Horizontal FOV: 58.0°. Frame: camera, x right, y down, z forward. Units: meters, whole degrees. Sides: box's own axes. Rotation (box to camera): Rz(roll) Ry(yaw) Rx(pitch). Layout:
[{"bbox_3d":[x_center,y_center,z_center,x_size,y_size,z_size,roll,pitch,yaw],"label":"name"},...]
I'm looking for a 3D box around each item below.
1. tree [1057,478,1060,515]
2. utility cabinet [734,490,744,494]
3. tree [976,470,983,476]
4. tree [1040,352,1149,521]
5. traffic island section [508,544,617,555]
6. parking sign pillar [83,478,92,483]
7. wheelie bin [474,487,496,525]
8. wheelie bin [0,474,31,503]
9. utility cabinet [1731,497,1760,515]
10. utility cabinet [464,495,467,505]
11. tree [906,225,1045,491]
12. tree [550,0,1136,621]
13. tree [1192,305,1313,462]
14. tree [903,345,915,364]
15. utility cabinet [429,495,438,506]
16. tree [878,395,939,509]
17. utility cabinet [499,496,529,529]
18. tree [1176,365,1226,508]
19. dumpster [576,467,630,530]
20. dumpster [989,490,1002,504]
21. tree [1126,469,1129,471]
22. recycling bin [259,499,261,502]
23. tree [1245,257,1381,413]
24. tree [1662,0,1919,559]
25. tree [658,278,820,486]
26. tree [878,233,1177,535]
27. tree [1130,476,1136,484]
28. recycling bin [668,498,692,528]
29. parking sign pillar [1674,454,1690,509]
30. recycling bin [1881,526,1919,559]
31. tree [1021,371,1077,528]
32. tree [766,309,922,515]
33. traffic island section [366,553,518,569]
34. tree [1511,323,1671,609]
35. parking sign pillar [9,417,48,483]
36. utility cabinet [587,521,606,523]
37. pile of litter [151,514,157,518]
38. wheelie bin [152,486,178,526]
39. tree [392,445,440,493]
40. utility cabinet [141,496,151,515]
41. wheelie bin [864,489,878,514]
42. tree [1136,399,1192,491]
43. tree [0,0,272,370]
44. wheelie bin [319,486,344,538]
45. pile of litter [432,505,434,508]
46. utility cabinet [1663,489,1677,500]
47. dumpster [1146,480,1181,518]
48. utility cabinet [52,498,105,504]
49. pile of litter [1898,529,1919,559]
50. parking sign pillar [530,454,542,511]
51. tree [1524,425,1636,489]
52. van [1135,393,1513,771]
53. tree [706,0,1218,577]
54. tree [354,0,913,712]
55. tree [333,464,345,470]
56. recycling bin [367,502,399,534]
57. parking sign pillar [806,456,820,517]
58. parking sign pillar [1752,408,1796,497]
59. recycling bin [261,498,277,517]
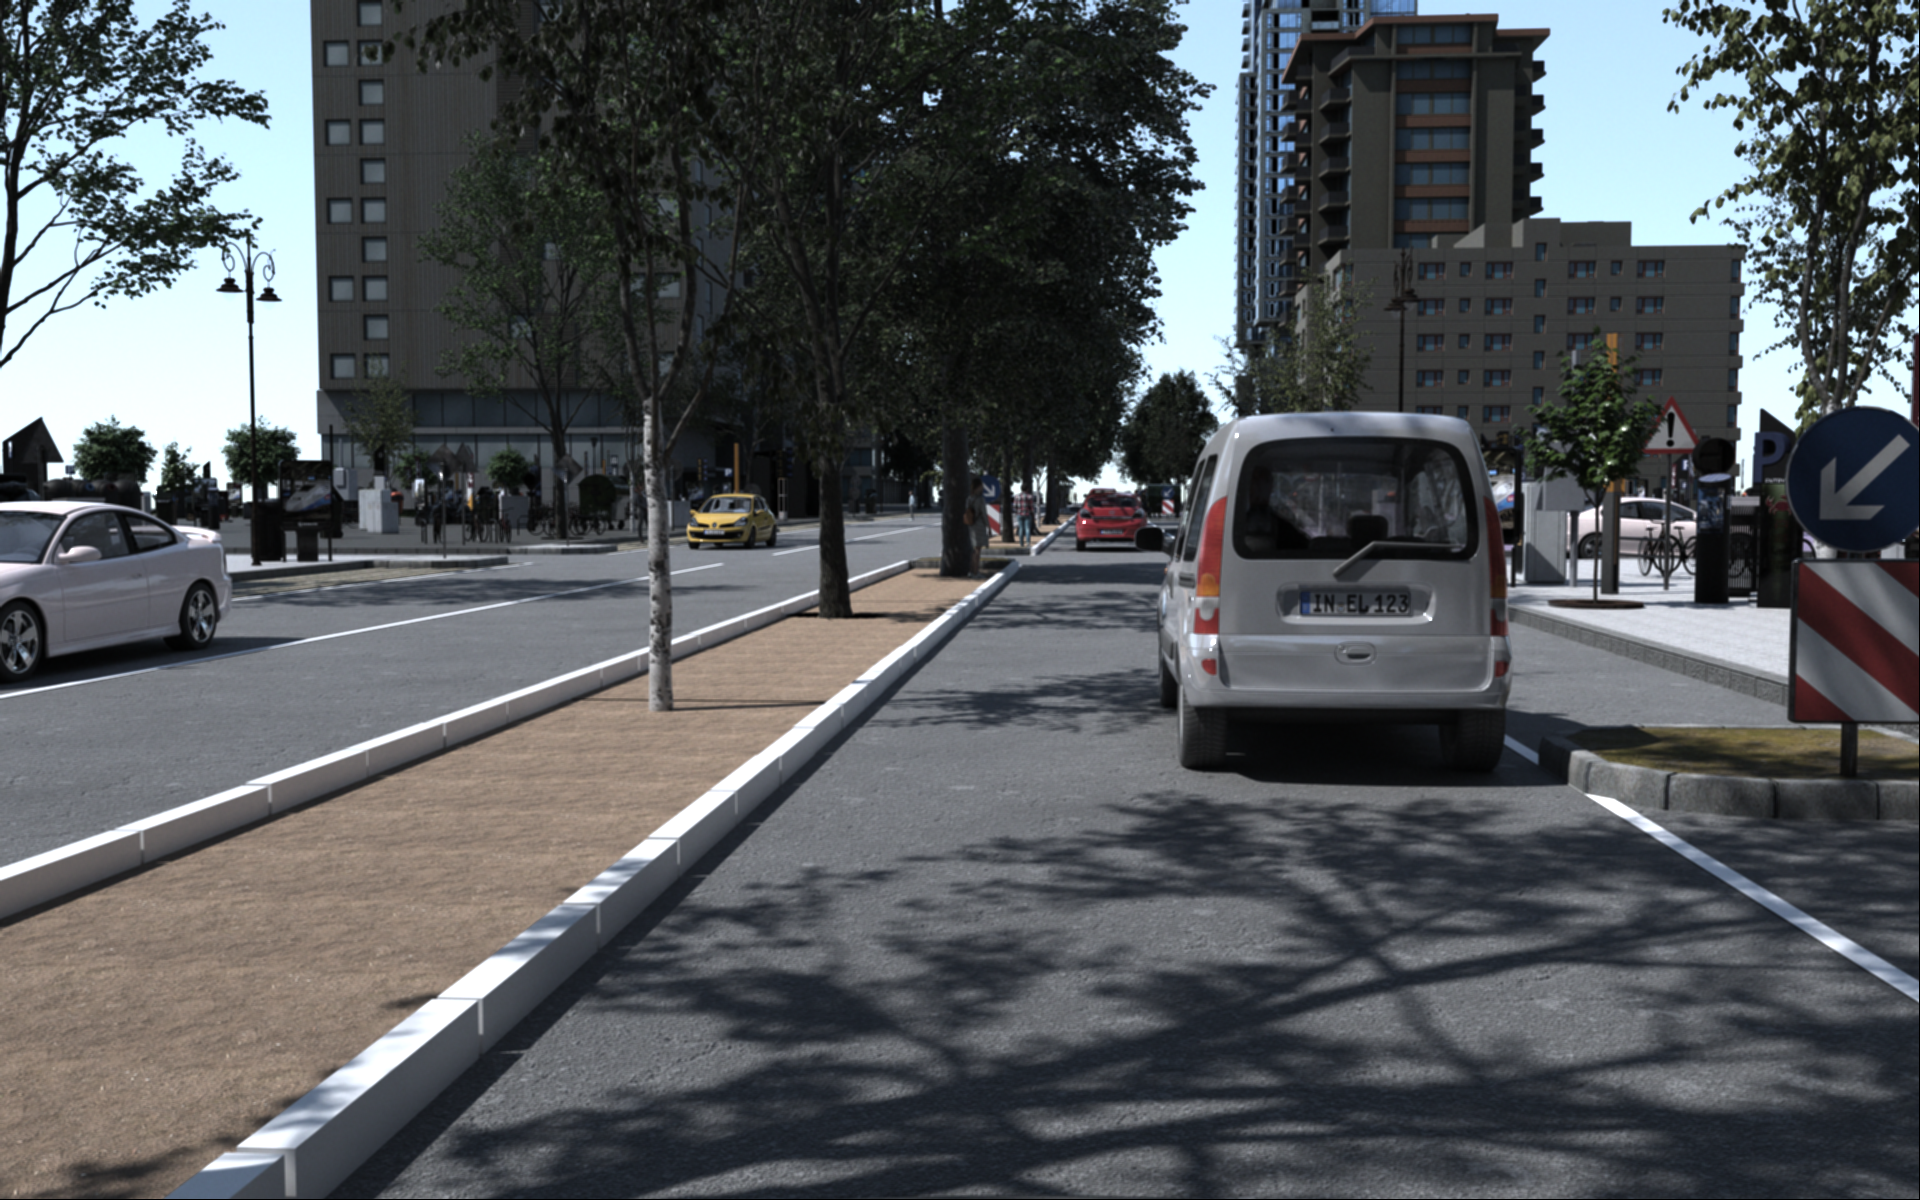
[{"bbox_3d":[6.327,-10.782,113.158,8.767,10.594,7.601,0,4,5],"label":"tree"},{"bbox_3d":[-12.692,-5.644,100.951,0.318,1.500,1.173,2,4,34],"label":"utility cabinet"},{"bbox_3d":[2.012,-14.300,217.518,4.285,4.588,4.351,0,3,0],"label":"tree"},{"bbox_3d":[4.888,-11.014,92.901,12.009,13.543,11.850,0,3,0],"label":"tree"},{"bbox_3d":[-9.636,-1.235,42.479,2.009,0.180,2.903,0,4,5],"label":"traffic island section"},{"bbox_3d":[-36.917,-5.222,73.857,1.447,3.967,1.447,0,4,-4],"label":"parking sign pillar"},{"bbox_3d":[-20.005,-3.985,73.062,0.693,1.594,0.980,1,4,16],"label":"wheelie bin"},{"bbox_3d":[-14.792,-1.163,26.916,0.980,1.594,0.693,-3,5,-45],"label":"wheelie bin"},{"bbox_3d":[19.131,-1.917,42.510,1.020,1.237,0.306,3,4,38],"label":"utility cabinet"},{"bbox_3d":[-32.461,-6.313,114.372,0.306,1.237,1.020,1,4,10],"label":"utility cabinet"},{"bbox_3d":[0.593,-5.520,43.074,4.737,8.622,4.395,0,3,0],"label":"tree"},{"bbox_3d":[-1.547,-5.602,19.811,9.928,11.665,9.643,0,3,0],"label":"tree"},{"bbox_3d":[11.761,-7.215,68.325,4.360,8.622,3.978,0,3,0],"label":"tree"},{"bbox_3d":[0.369,-19.629,176.823,12.611,20.169,13.585,0,3,0],"label":"tree"},{"bbox_3d":[-26.128,-4.627,86.816,1.020,1.237,0.306,-2,4,-33],"label":"utility cabinet"},{"bbox_3d":[-3.296,-13.090,148.431,8.767,10.594,7.601,1,4,16],"label":"tree"},{"bbox_3d":[-16.440,-3.223,63.851,1.020,1.237,0.306,-2,4,-31],"label":"utility cabinet"},{"bbox_3d":[19.475,-14.512,154.286,9.611,12.733,9.660,0,3,0],"label":"tree"},{"bbox_3d":[-12.795,-3.644,62.069,1.502,2.255,1.985,0,4,5],"label":"dumpster"},{"bbox_3d":[4.115,-12.156,206.971,1.865,1.857,1.264,0,4,6],"label":"dumpster"},{"bbox_3d":[27.837,-19.586,270.599,4.360,8.622,3.978,0,3,0],"label":"tree"},{"bbox_3d":[-48.113,-6.546,119.580,0.722,1.027,0.722,-2,4,-35],"label":"recycling bin"},{"bbox_3d":[11.294,-6.361,54.370,4.737,8.622,4.395,0,3,0],"label":"tree"},{"bbox_3d":[7.531,-3.912,14.325,4.737,8.622,4.395,0,3,0],"label":"tree"},{"bbox_3d":[-9.356,-8.637,75.628,8.767,10.594,7.601,0,4,-4],"label":"tree"},{"bbox_3d":[2.355,-8.604,60.132,9.611,12.733,9.660,0,3,0],"label":"tree"},{"bbox_3d":[20.964,-14.497,187.392,4.360,8.622,3.978,0,3,0],"label":"tree"},{"bbox_3d":[-10.720,-3.271,66.038,0.722,1.027,0.722,-2,4,-29],"label":"recycling bin"},{"bbox_3d":[45.822,-7.442,110.151,1.447,3.967,1.447,-1,4,-20],"label":"parking sign pillar"},{"bbox_3d":[13.449,-0.757,24.933,0.722,1.027,0.722,1,4,20],"label":"recycling bin"},{"bbox_3d":[3.343,-7.363,73.209,4.360,8.622,3.978,0,3,0],"label":"tree"},{"bbox_3d":[-7.412,-12.054,107.446,12.009,13.543,11.850,0,3,0],"label":"tree"},{"bbox_3d":[-10.290,-0.749,34.521,2.009,0.180,2.903,0,4,5],"label":"traffic island section"},{"bbox_3d":[7.130,-1.537,19.736,1.663,3.219,1.824,0,3,0],"label":"tree"},{"bbox_3d":[-32.564,-4.396,60.351,1.447,3.967,1.447,-1,4,-8],"label":"parking sign pillar"},{"bbox_3d":[-16.287,-4.043,77.273,1.020,1.237,0.306,2,4,30],"label":"utility cabinet"},{"bbox_3d":[-46.996,-5.231,99.497,1.176,0.858,1.719,3,4,38],"label":"pile of litter"},{"bbox_3d":[-29.339,-3.430,63.987,0.980,1.594,0.693,0,4,-4],"label":"wheelie bin"},{"bbox_3d":[-36.379,-8.111,116.327,4.285,4.588,4.351,0,3,0],"label":"tree"},{"bbox_3d":[-31.670,-3.398,66.727,1.020,1.237,0.306,1,4,20],"label":"utility cabinet"},{"bbox_3d":[-5.799,-6.418,112.842,0.980,1.594,0.693,1,4,18],"label":"wheelie bin"},{"bbox_3d":[16.583,-11.207,133.589,4.360,8.622,3.978,0,3,0],"label":"tree"},{"bbox_3d":[-13.405,-5.970,23.366,9.928,11.665,9.643,0,3,0],"label":"tree"},{"bbox_3d":[-18.321,-2.595,50.343,0.693,1.594,0.980,-2,4,-33],"label":"wheelie bin"},{"bbox_3d":[-23.585,-3.923,78.114,1.719,0.858,1.176,0,4,3],"label":"pile of litter"},{"bbox_3d":[29.541,-3.866,71.895,1.173,1.500,0.318,-3,4,-38],"label":"utility cabinet"},{"bbox_3d":[11.720,-5.790,99.621,1.985,2.255,1.502,0,4,4],"label":"dumpster"},{"bbox_3d":[-14.979,-1.119,29.464,0.306,1.237,1.020,0,4,7],"label":"utility cabinet"},{"bbox_3d":[11.909,-0.463,21.529,1.719,0.858,1.176,3,5,41],"label":"pile of litter"},{"bbox_3d":[-28.579,-7.844,116.729,1.447,3.967,1.447,-2,4,-27],"label":"parking sign pillar"},{"bbox_3d":[24.475,-5.285,70.122,4.285,4.588,4.351,0,3,0],"label":"tree"},{"bbox_3d":[2.070,-0.205,10.366,2.013,2.044,4.112,0,4,4],"label":"van"},{"bbox_3d":[-0.013,-7.371,29.621,9.857,13.997,8.962,0,3,0],"label":"tree"},{"bbox_3d":[-1.971,-3.552,10.900,4.360,8.622,3.978,0,3,0],"label":"tree"},{"bbox_3d":[-36.863,-6.571,102.043,1.663,3.219,1.824,0,3,0],"label":"tree"},{"bbox_3d":[-18.664,-2.658,56.020,0.722,1.027,0.722,2,4,30],"label":"recycling bin"},{"bbox_3d":[-8.224,-6.757,98.944,1.447,3.967,1.447,0,4,-3],"label":"parking sign pillar"},{"bbox_3d":[25.371,-4.002,53.910,1.447,3.967,1.447,-2,4,-28],"label":"parking sign pillar"},{"bbox_3d":[-40.924,-5.539,103.121,0.722,1.027,0.722,2,4,33],"label":"recycling bin"}]
